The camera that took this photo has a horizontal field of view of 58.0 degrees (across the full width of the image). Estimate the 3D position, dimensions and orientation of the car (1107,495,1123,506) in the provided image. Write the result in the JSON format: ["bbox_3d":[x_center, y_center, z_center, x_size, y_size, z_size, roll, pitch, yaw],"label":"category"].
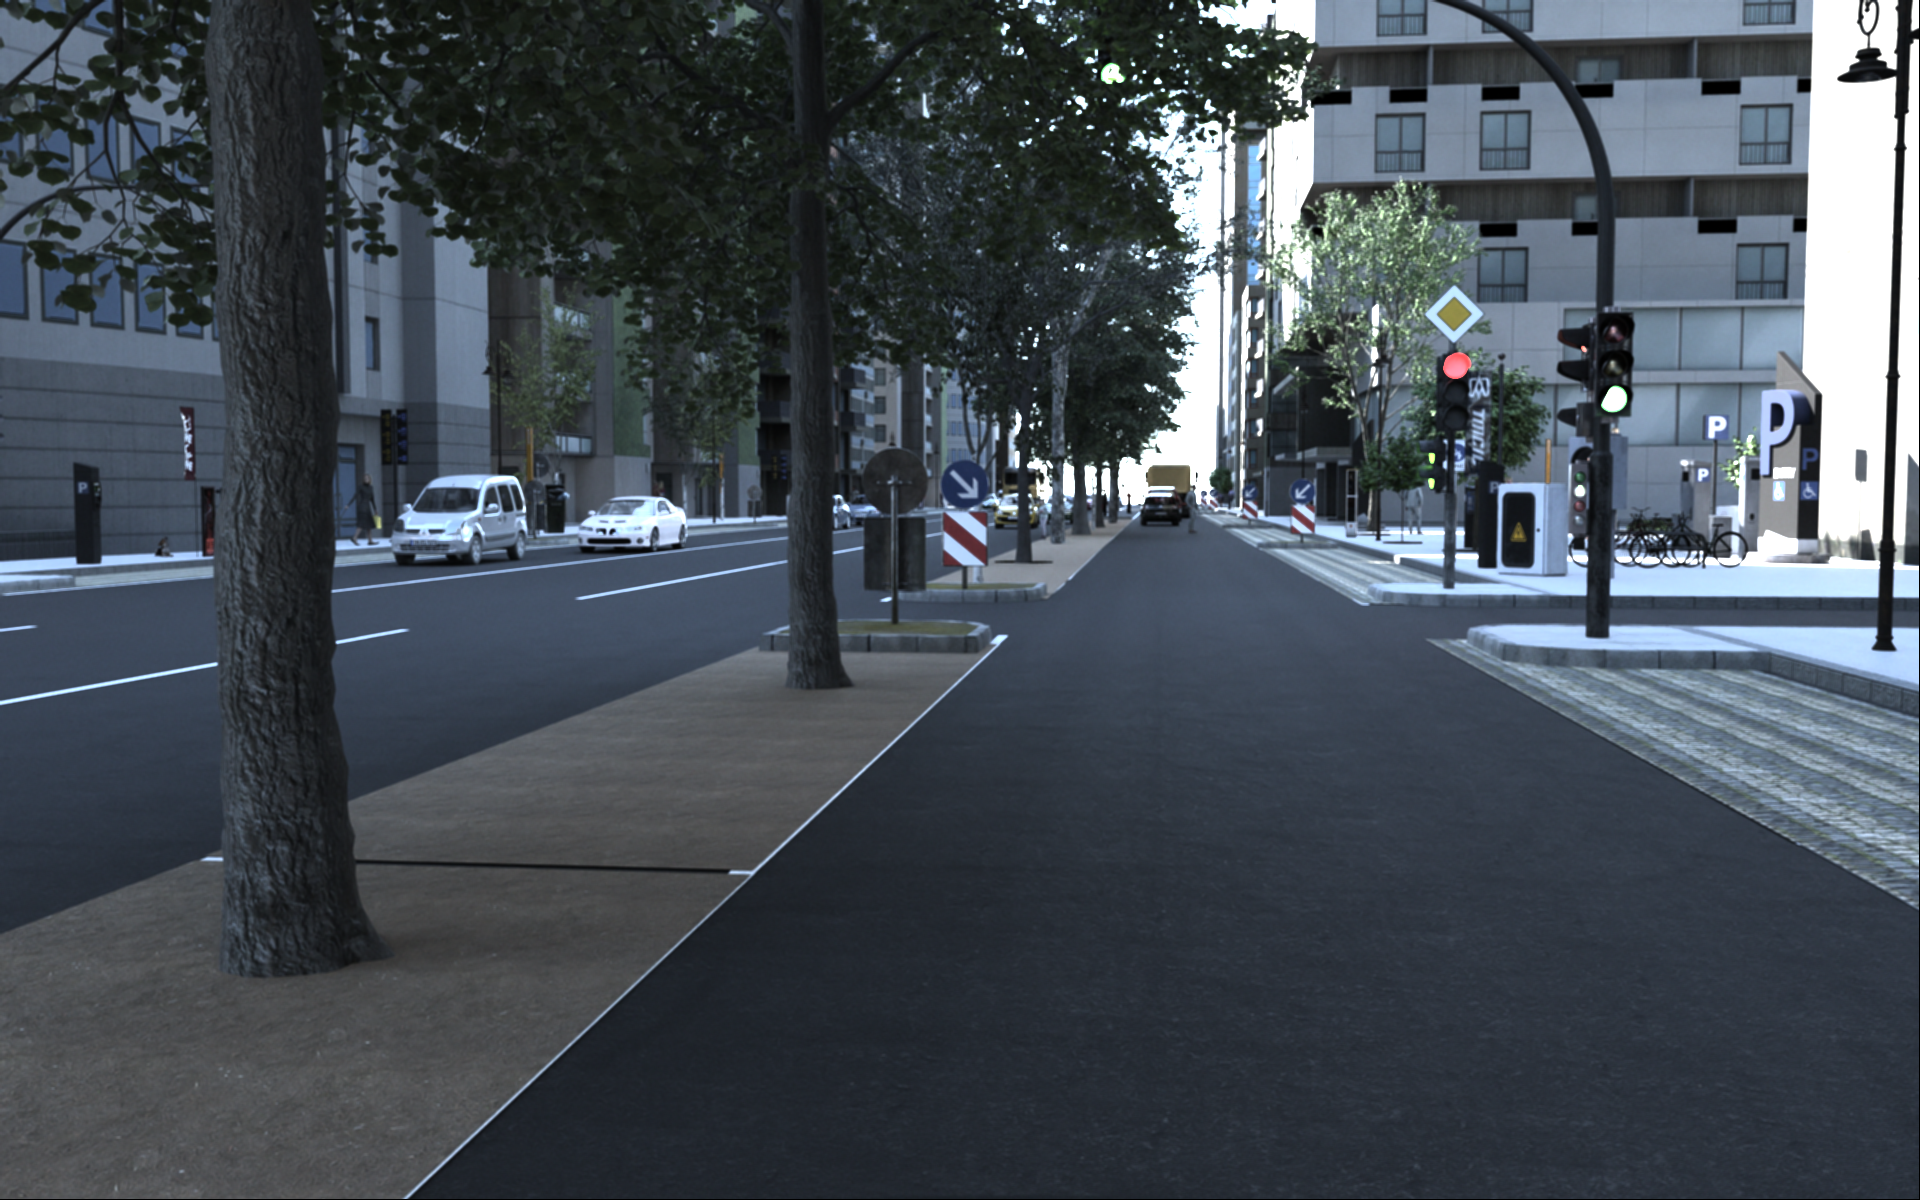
[{"bbox_3d":[18.104,-11.611,201.843,2.014,1.417,4.499,0,4,5],"label":"car"}]

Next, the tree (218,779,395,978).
[{"bbox_3d":[-1.985,-5.132,4.496,7.486,12.596,7.792,0,3,0],"label":"tree"}]

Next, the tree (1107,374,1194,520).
[{"bbox_3d":[8.432,-9.623,94.207,8.767,10.594,7.601,0,4,7],"label":"tree"}]

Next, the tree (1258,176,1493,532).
[{"bbox_3d":[13.891,-8.102,58.222,9.928,11.665,9.643,0,3,0],"label":"tree"}]

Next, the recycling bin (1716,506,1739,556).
[{"bbox_3d":[16.395,-1.461,36.438,0.722,1.027,0.722,-3,5,-45],"label":"recycling bin"}]

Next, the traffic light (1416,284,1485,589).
[{"bbox_3d":[6.609,-2.107,23.368,0.839,4.253,0.868,0,4,7],"label":"traffic light"}]

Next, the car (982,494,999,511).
[{"bbox_3d":[2.262,-8.206,145.965,2.131,1.459,4.920,0,4,5],"label":"car"}]

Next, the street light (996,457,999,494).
[{"bbox_3d":[4.575,-14.541,210.529,0.468,5.910,1.993,0,4,7],"label":"street light"}]

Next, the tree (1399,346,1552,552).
[{"bbox_3d":[11.435,-3.355,38.571,4.285,4.588,4.351,0,3,0],"label":"tree"}]

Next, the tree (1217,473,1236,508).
[{"bbox_3d":[24.547,-10.144,160.451,1.663,3.219,1.824,0,3,0],"label":"tree"}]

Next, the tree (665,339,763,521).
[{"bbox_3d":[-11.466,-8.037,81.774,4.737,8.622,4.395,0,3,0],"label":"tree"}]

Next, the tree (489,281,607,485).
[{"bbox_3d":[-14.117,-6.679,59.571,4.737,8.622,4.395,0,3,0],"label":"tree"}]

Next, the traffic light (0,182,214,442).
[{"bbox_3d":[-12.625,-3.115,25.606,4.771,5.953,1.251,0,4,7],"label":"traffic light"}]

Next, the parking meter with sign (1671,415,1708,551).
[{"bbox_3d":[16.614,-2.618,39.065,0.543,3.016,1.738,0,4,-3],"label":"parking meter with sign"}]

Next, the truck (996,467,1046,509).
[{"bbox_3d":[4.658,-7.937,125.692,3.469,3.379,9.791,0,4,7],"label":"truck"}]

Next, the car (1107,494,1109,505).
[{"bbox_3d":[17.881,-12.334,211.442,2.009,1.686,4.222,0,4,8],"label":"car"}]

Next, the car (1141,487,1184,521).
[{"bbox_3d":[10.800,-5.127,92.493,2.281,1.827,5.304,0,4,6],"label":"car"}]

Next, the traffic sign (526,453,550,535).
[{"bbox_3d":[-13.177,-3.300,54.053,0.768,2.556,0.104,0,4,7],"label":"traffic sign"}]

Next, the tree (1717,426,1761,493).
[{"bbox_3d":[22.475,-3.334,49.105,1.663,3.219,1.824,0,3,0],"label":"tree"}]

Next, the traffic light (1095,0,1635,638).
[{"bbox_3d":[3.602,-2.499,15.535,4.771,5.953,1.251,0,4,7],"label":"traffic light"}]

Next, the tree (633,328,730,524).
[{"bbox_3d":[-11.435,-7.426,71.772,4.360,8.622,3.978,0,3,0],"label":"tree"}]

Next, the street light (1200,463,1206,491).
[{"bbox_3d":[32.579,-15.762,230.503,0.468,5.910,1.993,0,4,7],"label":"street light"}]

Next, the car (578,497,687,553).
[{"bbox_3d":[-8.251,-1.931,43.938,2.083,1.381,4.827,0,4,5],"label":"car"}]

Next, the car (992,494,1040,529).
[{"bbox_3d":[2.399,-3.850,73.173,2.015,1.641,3.980,0,4,5],"label":"car"}]

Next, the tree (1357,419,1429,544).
[{"bbox_3d":[11.340,-3.072,44.834,1.663,3.219,1.824,0,3,0],"label":"tree"}]

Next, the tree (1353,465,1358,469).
[{"bbox_3d":[12.800,-3.605,53.549,1.663,3.219,1.824,0,3,0],"label":"tree"}]

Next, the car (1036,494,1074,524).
[{"bbox_3d":[4.839,-4.427,84.181,2.131,1.459,4.920,1,4,9],"label":"car"}]

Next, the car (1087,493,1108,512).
[{"bbox_3d":[10.575,-7.776,136.180,2.155,1.783,4.494,0,4,8],"label":"car"}]

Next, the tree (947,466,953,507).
[{"bbox_3d":[-0.300,-11.670,174.522,4.285,4.588,4.351,0,3,0],"label":"tree"}]

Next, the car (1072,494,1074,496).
[{"bbox_3d":[13.847,-12.110,207.589,1.945,1.707,3.694,0,4,6],"label":"car"}]

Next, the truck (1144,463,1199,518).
[{"bbox_3d":[13.061,-6.831,107.604,3.469,3.379,9.791,1,4,8],"label":"truck"}]

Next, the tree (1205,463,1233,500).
[{"bbox_3d":[27.584,-12.194,183.078,4.285,4.588,4.351,0,3,0],"label":"tree"}]

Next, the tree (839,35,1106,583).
[{"bbox_3d":[0.270,-4.497,26.352,4.360,8.622,3.978,0,3,0],"label":"tree"}]

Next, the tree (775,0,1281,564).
[{"bbox_3d":[1.304,-7.508,35.575,12.009,13.543,11.850,0,3,0],"label":"tree"}]

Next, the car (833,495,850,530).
[{"bbox_3d":[-5.602,-3.574,70.430,2.014,1.417,4.499,0,4,7],"label":"car"}]

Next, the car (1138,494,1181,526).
[{"bbox_3d":[9.230,-4.301,80.102,2.009,1.686,4.222,0,4,5],"label":"car"}]

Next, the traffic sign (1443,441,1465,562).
[{"bbox_3d":[9.329,-1.865,32.622,0.606,2.300,0.079,1,4,10],"label":"traffic sign"}]

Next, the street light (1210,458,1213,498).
[{"bbox_3d":[29.802,-14.243,205.657,0.468,5.910,1.993,0,4,7],"label":"street light"}]

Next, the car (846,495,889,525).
[{"bbox_3d":[-4.177,-4.153,79.897,2.014,1.417,4.499,0,4,7],"label":"car"}]

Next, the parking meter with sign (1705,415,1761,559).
[{"bbox_3d":[15.853,-2.330,34.361,1.738,3.016,0.543,1,4,11],"label":"parking meter with sign"}]

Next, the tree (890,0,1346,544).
[{"bbox_3d":[3.922,-11.610,48.172,12.611,20.169,13.585,0,3,0],"label":"tree"}]

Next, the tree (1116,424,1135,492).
[{"bbox_3d":[5.228,-7.014,67.491,4.360,8.622,3.978,0,3,0],"label":"tree"}]

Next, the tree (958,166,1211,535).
[{"bbox_3d":[4.247,-9.241,60.199,9.857,13.997,8.962,0,3,0],"label":"tree"}]
